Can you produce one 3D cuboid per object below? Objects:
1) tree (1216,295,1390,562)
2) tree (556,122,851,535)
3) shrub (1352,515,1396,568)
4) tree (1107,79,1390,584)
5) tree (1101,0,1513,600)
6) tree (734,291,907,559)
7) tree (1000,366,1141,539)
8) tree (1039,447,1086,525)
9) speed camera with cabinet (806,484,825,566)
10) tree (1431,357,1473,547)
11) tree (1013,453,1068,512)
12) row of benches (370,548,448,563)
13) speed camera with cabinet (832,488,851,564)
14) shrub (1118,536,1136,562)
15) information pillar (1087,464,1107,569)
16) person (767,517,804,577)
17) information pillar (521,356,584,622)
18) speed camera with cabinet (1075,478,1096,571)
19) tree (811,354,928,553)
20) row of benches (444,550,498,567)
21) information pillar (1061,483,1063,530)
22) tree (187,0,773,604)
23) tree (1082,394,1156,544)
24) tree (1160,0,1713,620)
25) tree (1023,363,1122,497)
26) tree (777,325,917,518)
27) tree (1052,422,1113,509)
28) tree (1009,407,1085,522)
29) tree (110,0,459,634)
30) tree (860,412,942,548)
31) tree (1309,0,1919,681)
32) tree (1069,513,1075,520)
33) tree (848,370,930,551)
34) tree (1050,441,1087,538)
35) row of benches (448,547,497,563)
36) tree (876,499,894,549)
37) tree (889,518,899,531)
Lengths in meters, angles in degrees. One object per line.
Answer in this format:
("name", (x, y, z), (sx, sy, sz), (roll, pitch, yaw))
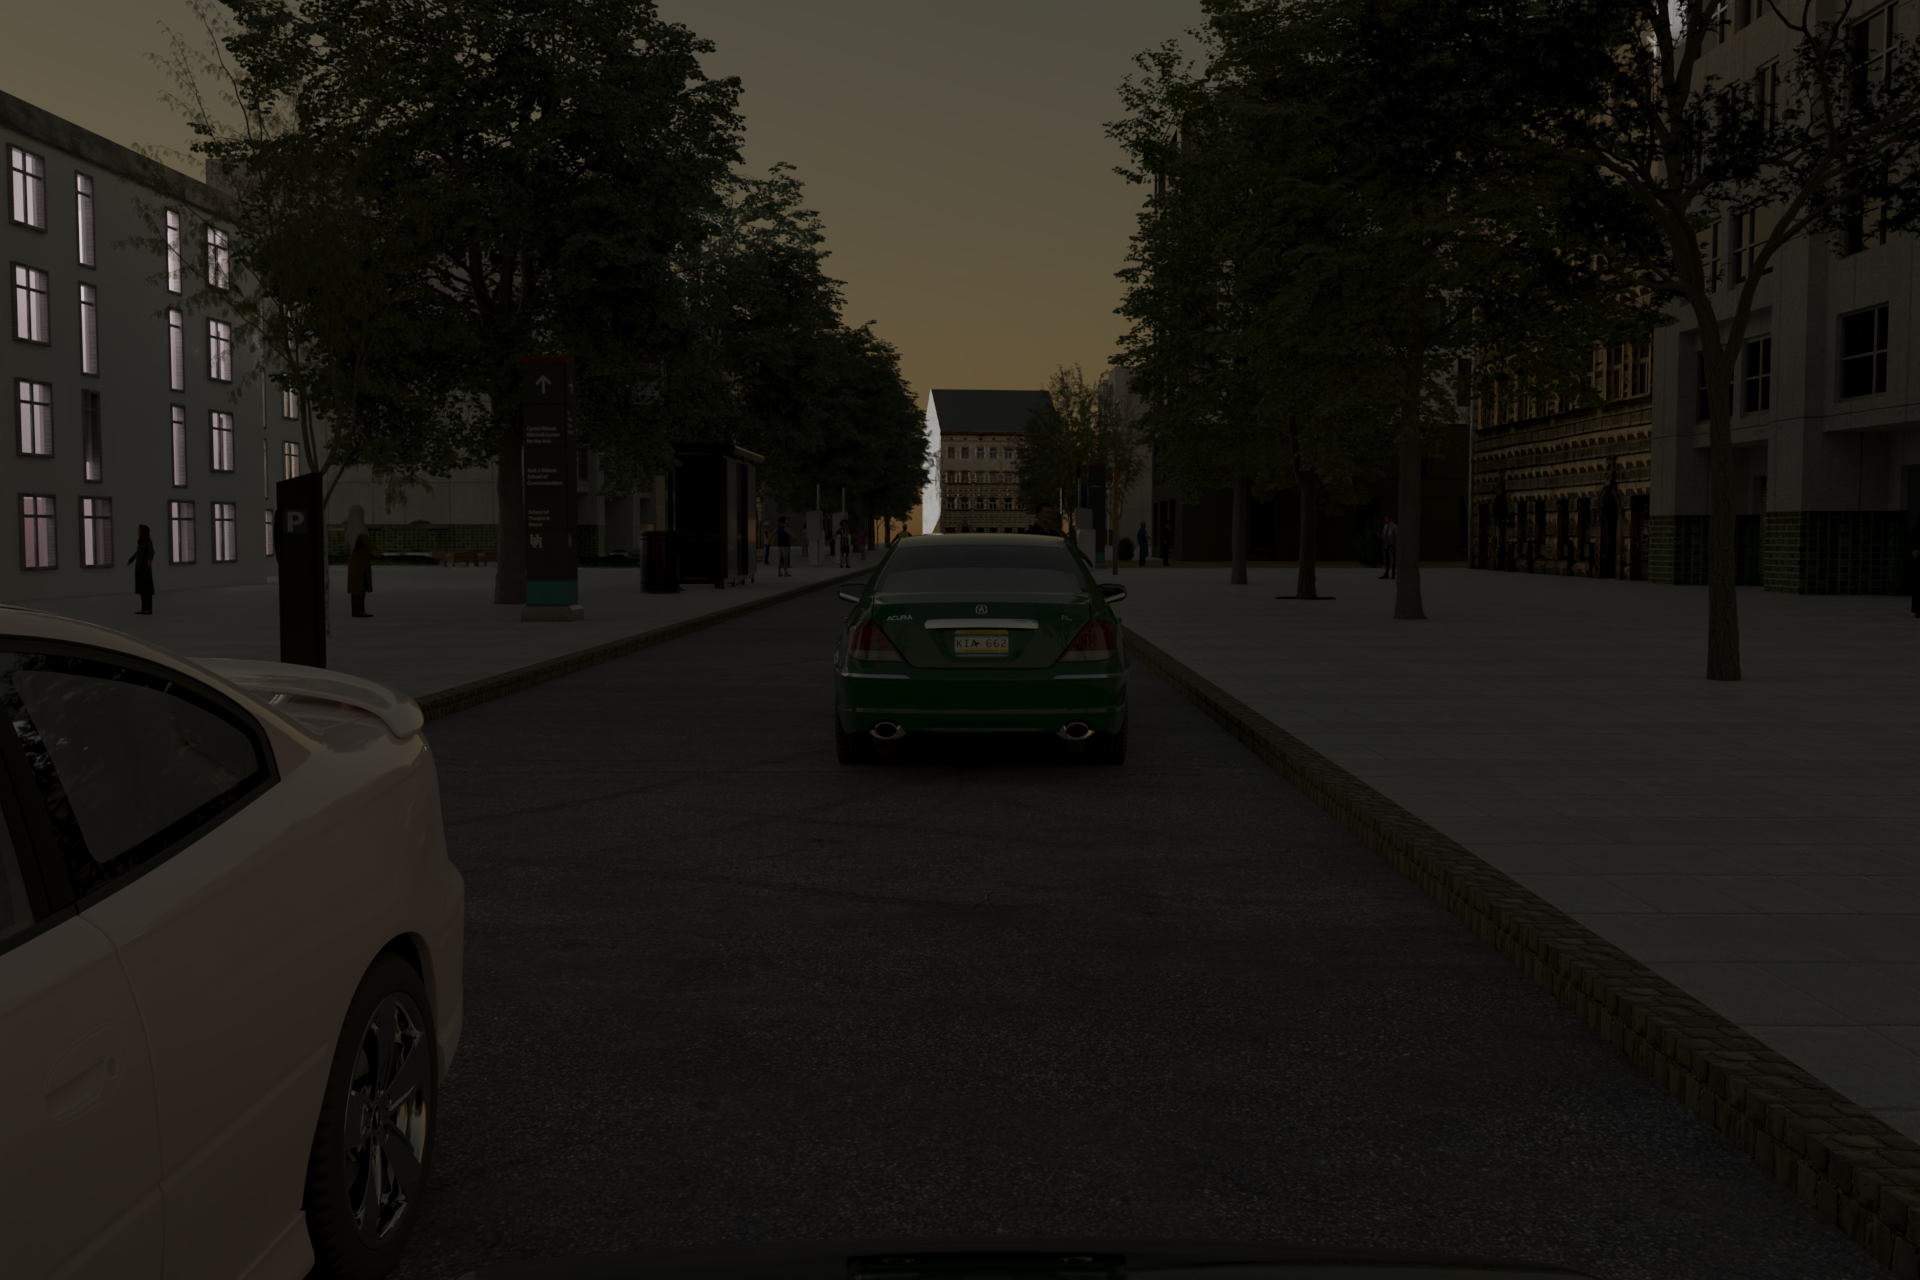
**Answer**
("tree", (14.217, -9.495, 73.374), (7.486, 12.596, 7.792), (0, 3, 0))
("tree", (-7.968, -8.922, 52.525), (9.857, 13.997, 8.962), (0, 3, 0))
("shrub", (15.690, -3.744, 65.641), (1.690, 2.028, 1.600), (0, 3, 0))
("tree", (7.350, -7.673, 43.573), (7.486, 12.596, 7.792), (0, 3, 0))
("tree", (6.715, -6.596, 33.607), (9.928, 11.665, 9.643), (0, 3, 0))
("tree", (-7.174, -11.091, 87.995), (9.857, 13.997, 8.962), (0, 3, 0))
("tree", (8.092, -13.275, 127.422), (12.009, 13.543, 11.850), (0, 3, 0))
("tree", (8.247, -11.821, 143.633), (4.360, 8.622, 3.978), (0, 3, 0))
("speed camera with cabinet", (-5.828, -4.616, 69.802), (0.660, 3.252, 2.038), (0, 4, 0))
("tree", (21.196, -7.468, 72.466), (4.360, 8.622, 3.978), (0, 3, 0))
("tree", (8.637, -14.271, 167.741), (7.601, 10.594, 8.767), (-1, 4, -13))
("row of benches", (-24.708, -3.713, 76.176), (4.104, 0.672, 1.422), (-1, 4, -8))
("speed camera with cabinet", (-5.105, -4.906, 74.546), (0.660, 3.252, 2.038), (0, 4, 3))
("shrub", (7.723, -4.269, 80.909), (1.383, 1.207, 1.383), (0, 3, 0))
("information pillar", (5.069, -4.590, 64.426), (0.750, 3.857, 0.750), (0, 4, 0))
("person", (-5.304, -2.811, 52.127), (1.345, 1.807, 0.704), (2, 4, 31))
("information pillar", (-6.043, -2.215, 25.589), (0.750, 3.857, 0.750), (0, 4, 1))
("speed camera with cabinet", (4.411, -4.062, 60.749), (0.660, 3.252, 2.038), (0, 4, 0))
("tree", (-7.126, -12.914, 117.804), (9.857, 13.997, 8.962), (0, 3, 0))
("row of benches", (-18.606, -3.282, 69.118), (1.422, 0.672, 4.104), (3, 5, 41))
("information pillar", (4.644, -5.360, 78.991), (0.183, 3.616, 0.504), (0, 4, -1))
("tree", (-8.370, -7.638, 31.535), (9.857, 13.997, 8.962), (0, 3, 0))
("tree", (8.084, -8.449, 88.506), (4.360, 8.622, 3.978), (0, 3, 0))
("tree", (6.826, -6.557, 25.333), (7.486, 12.596, 7.792), (0, 3, 0))
("tree", (5.070, -7.539, 73.624), (4.737, 8.622, 4.395), (0, 3, 0))
("tree", (-6.981, -12.079, 104.150), (9.857, 13.997, 8.962), (0, 3, 0))
("tree", (7.843, -10.033, 114.402), (4.360, 8.622, 3.978), (0, 3, 0))
("tree", (8.231, -14.415, 153.805), (7.486, 12.596, 7.792), (0, 3, 0))
("tree", (-8.121, -4.391, 22.159), (4.360, 8.622, 3.978), (0, 3, 0))
("tree", (-6.489, -15.162, 154.553), (9.857, 13.997, 8.962), (0, 3, 0))
("tree", (6.930, -4.942, 15.209), (8.767, 10.594, 7.601), (2, 4, 32))
("tree", (17.925, -18.924, 259.769), (4.737, 8.622, 4.395), (0, 3, 0))
("tree", (-6.998, -13.947, 134.690), (9.857, 13.997, 8.962), (0, 3, 0))
("tree", (8.482, -11.431, 137.264), (4.360, 8.622, 3.978), (0, 3, 0))
("row of benches", (-22.267, -3.900, 79.233), (1.422, 0.672, 4.104), (1, 4, 11))
("tree", (-6.700, -11.886, 144.698), (4.737, 8.622, 4.395), (0, 3, 0))
("tree", (-6.797, -13.197, 166.141), (4.360, 8.622, 3.978), (0, 3, 0))
